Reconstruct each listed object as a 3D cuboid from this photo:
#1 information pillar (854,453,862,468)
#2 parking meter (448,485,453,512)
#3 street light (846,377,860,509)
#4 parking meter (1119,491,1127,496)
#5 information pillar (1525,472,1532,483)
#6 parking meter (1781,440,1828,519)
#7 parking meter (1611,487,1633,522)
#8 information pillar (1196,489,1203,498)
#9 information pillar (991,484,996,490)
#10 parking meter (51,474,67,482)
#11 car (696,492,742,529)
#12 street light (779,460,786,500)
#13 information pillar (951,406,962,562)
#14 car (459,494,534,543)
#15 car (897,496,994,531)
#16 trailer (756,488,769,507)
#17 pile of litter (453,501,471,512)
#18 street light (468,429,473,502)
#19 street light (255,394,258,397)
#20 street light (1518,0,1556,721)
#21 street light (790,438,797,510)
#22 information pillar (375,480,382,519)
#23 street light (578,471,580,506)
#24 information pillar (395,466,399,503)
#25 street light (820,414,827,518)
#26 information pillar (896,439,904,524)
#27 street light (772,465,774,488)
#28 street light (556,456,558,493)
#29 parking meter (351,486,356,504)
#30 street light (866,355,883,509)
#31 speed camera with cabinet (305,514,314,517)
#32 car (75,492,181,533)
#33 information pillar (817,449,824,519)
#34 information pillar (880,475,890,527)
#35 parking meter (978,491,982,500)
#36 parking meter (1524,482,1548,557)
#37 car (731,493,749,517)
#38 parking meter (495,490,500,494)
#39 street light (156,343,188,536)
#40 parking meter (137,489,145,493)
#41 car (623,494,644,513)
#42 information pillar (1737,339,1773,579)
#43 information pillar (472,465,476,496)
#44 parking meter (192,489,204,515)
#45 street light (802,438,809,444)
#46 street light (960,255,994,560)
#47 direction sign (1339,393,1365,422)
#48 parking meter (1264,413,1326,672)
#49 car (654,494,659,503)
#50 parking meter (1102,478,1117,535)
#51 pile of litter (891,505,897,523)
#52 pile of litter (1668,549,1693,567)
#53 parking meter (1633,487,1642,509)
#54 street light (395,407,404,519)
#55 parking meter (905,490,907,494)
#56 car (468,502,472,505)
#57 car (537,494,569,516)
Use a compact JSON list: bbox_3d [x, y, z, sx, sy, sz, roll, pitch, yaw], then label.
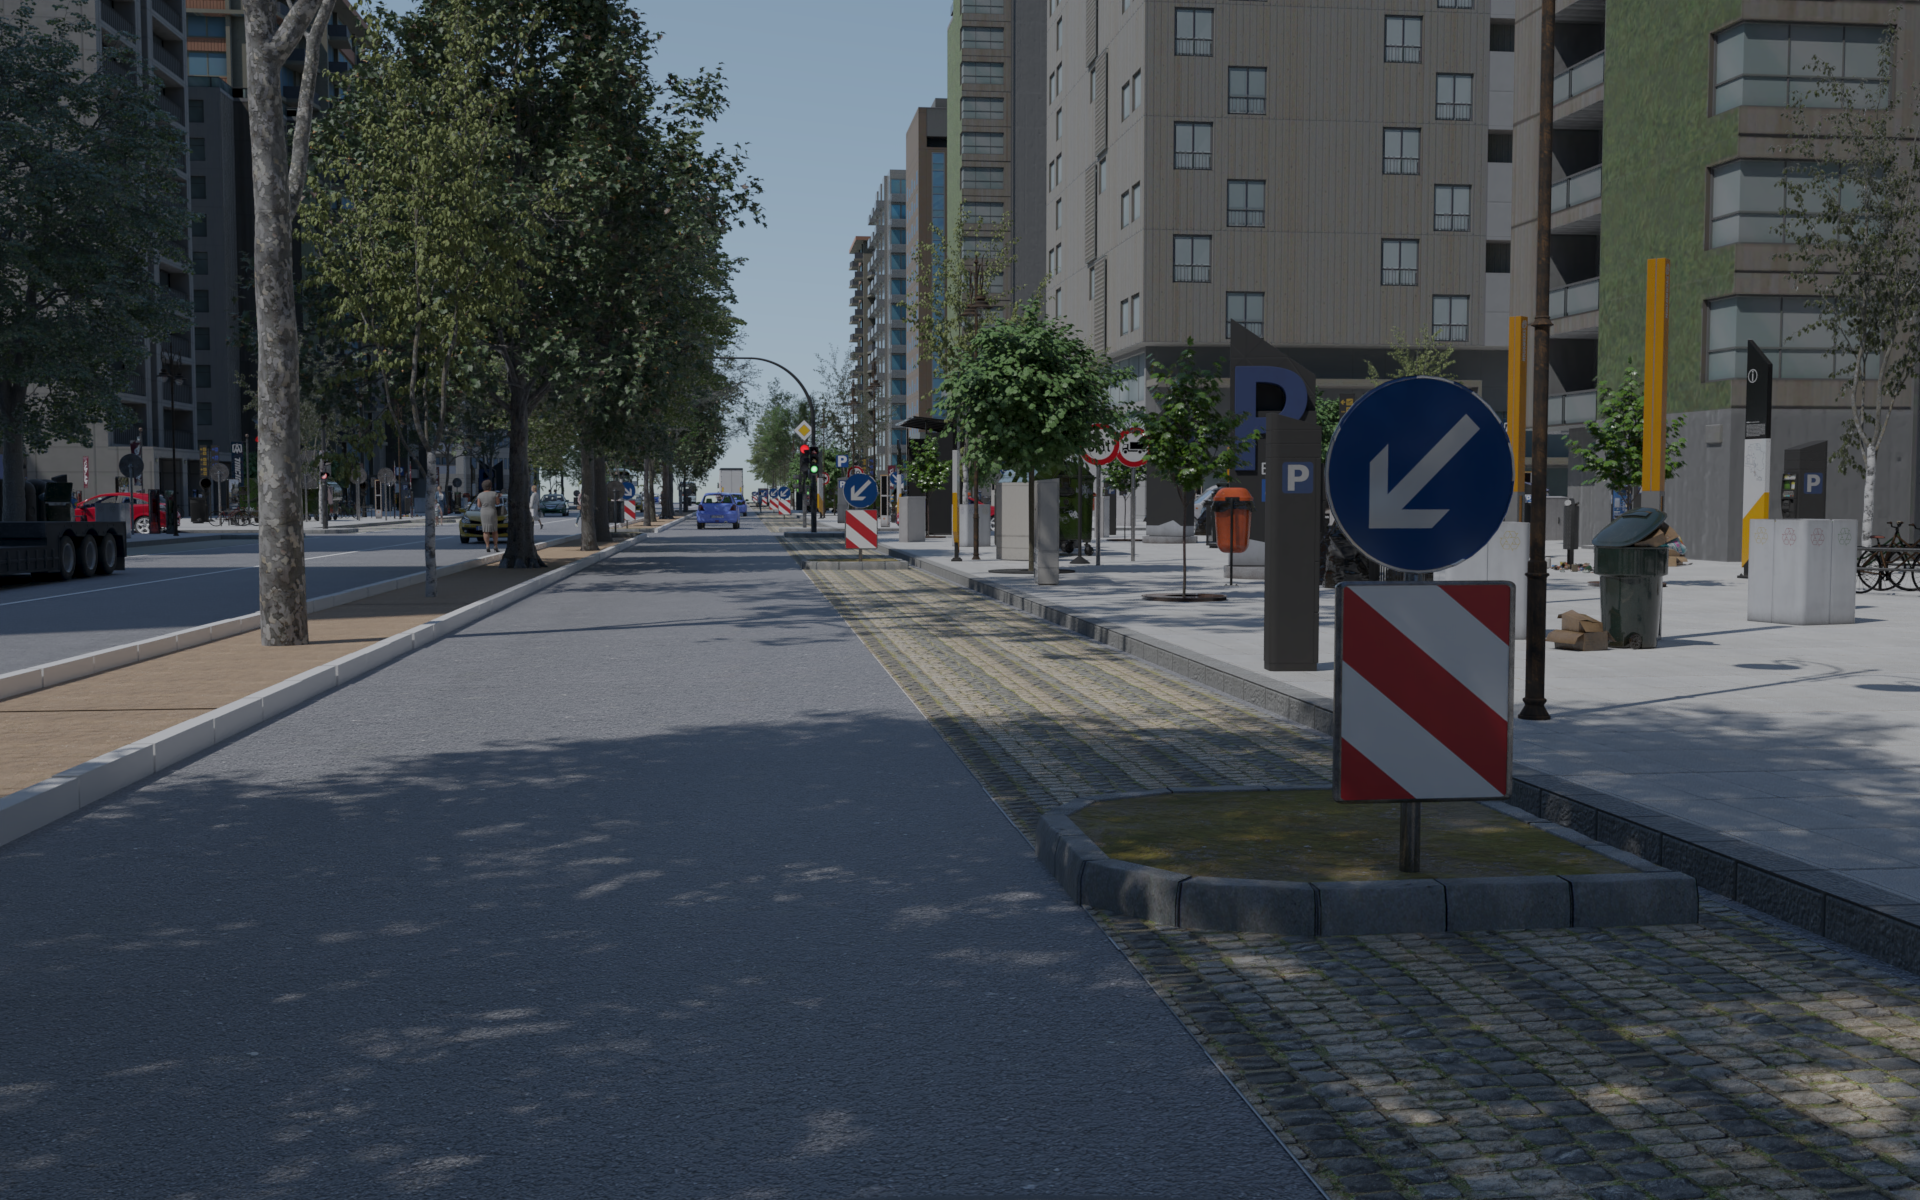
[{"bbox_3d":[-5.403,-6.089,90.914,0.504,3.616,0.183,2,4,26],"label":"information pillar"},{"bbox_3d":[-33.843,-6.679,114.908,0.255,1.863,0.399,0,4,1],"label":"parking meter"},{"bbox_3d":[-4.223,-5.861,68.610,0.468,5.910,1.993,0,4,-7],"label":"street light"},{"bbox_3d":[6.887,-3.948,72.959,0.372,1.533,0.369,0,3,0],"label":"parking meter"},{"bbox_3d":[18.558,-3.207,56.920,0.304,2.012,0.304,-1,4,-16],"label":"information pillar"},{"bbox_3d":[9.157,-0.802,18.817,0.399,1.863,0.255,-1,4,-11],"label":"parking meter"},{"bbox_3d":[12.324,-1.460,32.277,0.372,1.533,0.369,0,3,0],"label":"parking meter"},{"bbox_3d":[11.281,-4.715,81.580,0.304,2.012,0.304,1,4,23],"label":"information pillar"},{"bbox_3d":[2.383,-7.077,120.205,0.304,2.012,0.304,2,4,31],"label":"information pillar"},{"bbox_3d":[-26.573,-2.777,51.122,0.255,1.863,0.399,2,4,30],"label":"parking meter"},{"bbox_3d":[-10.019,-3.812,71.913,1.945,1.707,3.694,0,4,-6],"label":"car"},{"bbox_3d":[-16.984,-11.937,167.957,0.468,5.910,1.993,0,4,-7],"label":"street light"},{"bbox_3d":[-0.072,-2.539,32.875,0.183,3.616,0.504,0,4,6],"label":"information pillar"},{"bbox_3d":[-13.806,-2.534,51.662,2.015,1.641,3.980,0,4,-5],"label":"car"},{"bbox_3d":[-0.058,-3.302,63.020,4.494,1.783,2.155,0,4,-8],"label":"car"},{"bbox_3d":[-19.202,-9.899,168.898,1.471,1.999,3.904,-1,4,-8],"label":"trailer"},{"bbox_3d":[-35.981,-6.763,124.540,1.719,0.858,1.176,0,4,-2],"label":"pile of litter"},{"bbox_3d":[-31.525,-8.497,111.714,0.468,5.910,1.993,0,4,-7],"label":"street light"},{"bbox_3d":[-25.432,-5.557,63.652,0.468,5.910,1.993,0,4,-7],"label":"street light"},{"bbox_3d":[3.281,-2.259,9.717,0.468,5.910,1.993,0,4,-7],"label":"street light"},{"bbox_3d":[-13.842,-10.462,143.843,0.468,5.910,1.993,0,4,-7],"label":"street light"},{"bbox_3d":[-30.338,-5.253,90.376,0.304,2.012,0.304,-1,4,-13],"label":"information pillar"},{"bbox_3d":[-41.096,-13.086,186.736,0.468,5.910,1.993,0,4,-7],"label":"street light"},{"bbox_3d":[-44.443,-8.907,136.985,0.183,3.616,0.504,2,4,35],"label":"information pillar"},{"bbox_3d":[-7.262,-7.318,92.438,0.468,5.910,1.993,0,4,-7],"label":"street light"},{"bbox_3d":[-2.596,-5.038,73.733,0.183,3.616,0.504,-1,4,-14],"label":"information pillar"},{"bbox_3d":[-22.990,-14.863,215.791,0.468,5.910,1.993,0,4,-7],"label":"street light"},{"bbox_3d":[-38.031,-11.640,163.095,0.468,5.910,1.993,0,4,-7],"label":"street light"},{"bbox_3d":[-41.305,-6.877,118.142,0.399,1.863,0.255,3,5,40],"label":"parking meter"},{"bbox_3d":[-2.857,-5.194,57.714,0.468,5.910,1.993,0,4,-7],"label":"street light"},{"bbox_3d":[-37.004,-6.369,98.469,0.660,3.252,2.038,-1,4,-14],"label":"speed camera with cabinet"},{"bbox_3d":[-29.530,-3.125,60.128,4.494,1.783,2.155,0,4,-7],"label":"car"},{"bbox_3d":[-7.248,-6.023,89.832,0.183,3.616,0.504,1,4,21],"label":"information pillar"},{"bbox_3d":[-2.875,-3.802,66.651,0.304,2.012,0.304,1,4,14],"label":"information pillar"},{"bbox_3d":[1.278,-6.616,116.589,0.372,1.533,0.369,0,3,0],"label":"parking meter"},{"bbox_3d":[11.630,-1.639,35.206,0.372,1.533,0.369,0,3,0],"label":"parking meter"},{"bbox_3d":[-14.551,-6.221,111.309,1.945,1.707,3.694,0,4,-6],"label":"car"},{"bbox_3d":[-32.614,-6.956,122.136,0.372,1.533,0.369,0,3,0],"label":"parking meter"},{"bbox_3d":[-23.985,-4.895,52.818,0.468,5.910,1.993,0,4,-7],"label":"street light"},{"bbox_3d":[-38.364,-4.447,81.118,0.372,1.533,0.369,0,3,0],"label":"parking meter"},{"bbox_3d":[-25.472,-7.628,134.939,2.015,1.641,3.980,0,4,-6],"label":"car"},{"bbox_3d":[11.996,-2.124,26.083,0.183,3.616,0.504,-1,4,-13],"label":"information pillar"},{"bbox_3d":[-38.647,-8.944,137.589,0.183,3.616,0.504,1,4,12],"label":"information pillar"},{"bbox_3d":[-41.696,-5.271,94.588,0.372,1.533,0.369,0,3,0],"label":"parking meter"},{"bbox_3d":[-10.356,-8.793,116.546,0.468,5.910,1.993,0,4,-7],"label":"street light"},{"bbox_3d":[0.315,-3.723,33.654,0.468,5.910,1.993,0,4,-7],"label":"street light"},{"bbox_3d":[8.953,-2.873,38.965,0.876,3.537,0.379,2,4,25],"label":"direction sign"},{"bbox_3d":[2.430,-0.420,12.583,0.399,1.863,0.255,0,4,-3],"label":"parking meter"},{"bbox_3d":[-45.642,-15.265,259.173,1.945,1.707,3.694,0,4,-8],"label":"car"},{"bbox_3d":[4.660,-2.953,53.996,0.399,1.863,0.255,-1,4,-16],"label":"parking meter"},{"bbox_3d":[-2.449,-3.874,77.298,1.176,0.858,1.719,3,4,36],"label":"pile of litter"},{"bbox_3d":[12.498,-1.044,31.040,1.719,0.858,1.176,-1,4,-22],"label":"pile of litter"},{"bbox_3d":[13.213,-1.696,33.446,0.399,1.863,0.255,2,4,23],"label":"parking meter"},{"bbox_3d":[-28.265,-7.005,87.323,0.468,5.910,1.993,0,4,-7],"label":"street light"},{"bbox_3d":[-2.855,-5.152,92.653,0.372,1.533,0.369,0,3,0],"label":"parking meter"},{"bbox_3d":[-23.062,-4.471,85.095,2.014,1.417,4.499,0,4,-6],"label":"car"},{"bbox_3d":[-26.451,-6.167,112.622,2.131,1.459,4.920,-1,4,-9],"label":"car"}]
